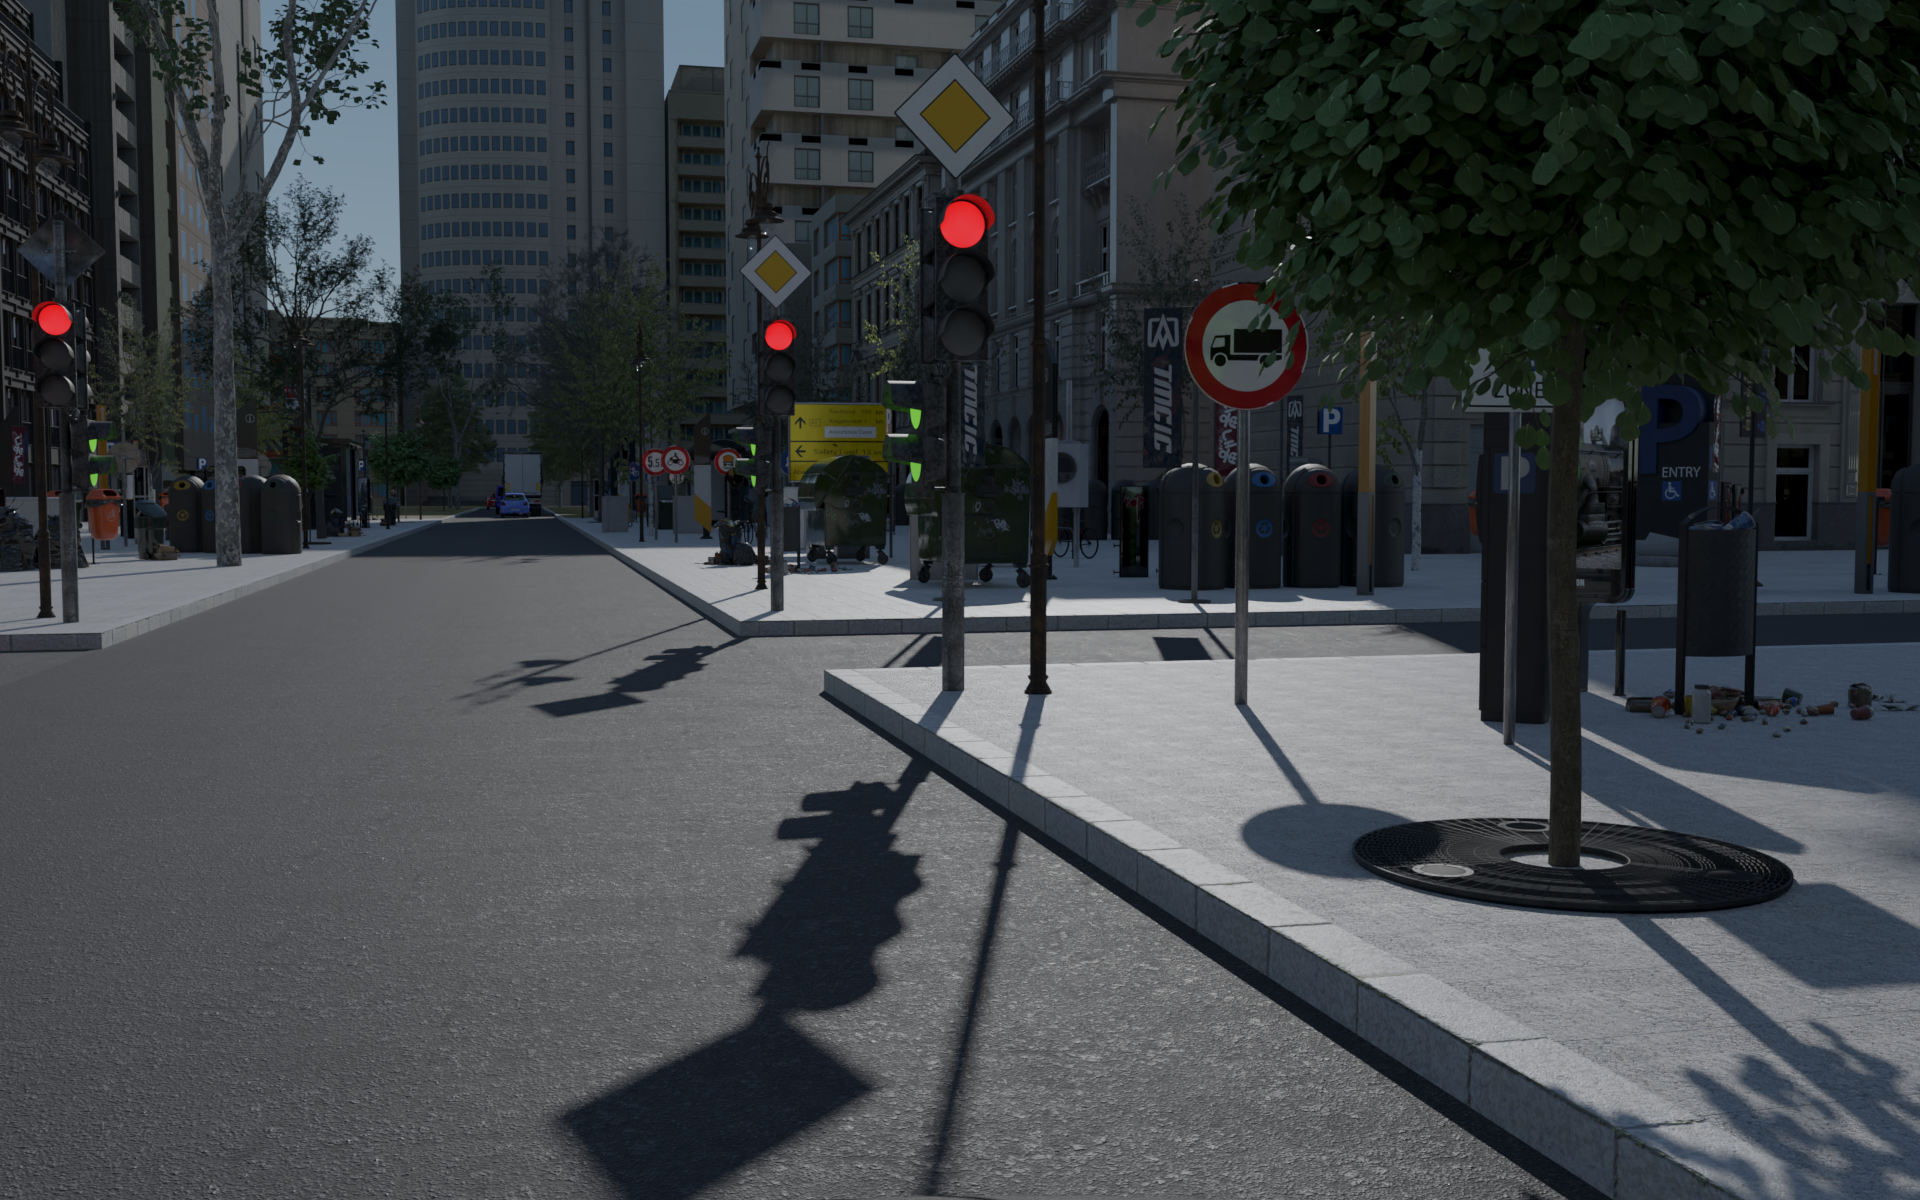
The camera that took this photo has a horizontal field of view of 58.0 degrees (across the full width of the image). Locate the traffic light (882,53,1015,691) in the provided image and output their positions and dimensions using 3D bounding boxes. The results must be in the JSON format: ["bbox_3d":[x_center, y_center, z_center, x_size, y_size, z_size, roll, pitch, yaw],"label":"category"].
[{"bbox_3d":[-0.063,-1.363,11.211,0.839,4.253,0.868,-1,4,-14],"label":"traffic light"}]

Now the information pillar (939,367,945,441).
[{"bbox_3d":[-0.170,-2.472,31.767,0.183,3.616,0.504,-3,4,-38],"label":"information pillar"}]

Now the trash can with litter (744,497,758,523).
[{"bbox_3d":[-9.200,-3.992,76.655,1.055,1.170,0.624,2,4,29],"label":"trash can with litter"}]

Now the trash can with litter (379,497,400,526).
[{"bbox_3d":[-23.087,-3.588,70.050,0.624,1.170,1.055,0,4,-1],"label":"trash can with litter"}]

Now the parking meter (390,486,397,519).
[{"bbox_3d":[-29.185,-5.115,89.348,0.255,1.863,0.399,0,4,7],"label":"parking meter"}]

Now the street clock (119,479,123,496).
[{"bbox_3d":[-40.790,-4.881,84.367,0.358,2.002,0.471,-1,4,-20],"label":"street clock"}]

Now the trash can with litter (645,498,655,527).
[{"bbox_3d":[-11.803,-3.397,66.928,0.624,1.170,1.055,-1,4,-20],"label":"trash can with litter"}]

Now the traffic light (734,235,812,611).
[{"bbox_3d":[-2.031,-1.837,18.951,0.839,4.253,0.868,-1,4,-14],"label":"traffic light"}]

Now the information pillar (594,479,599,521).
[{"bbox_3d":[-17.555,-4.856,83.895,0.304,2.012,0.304,0,4,1],"label":"information pillar"}]

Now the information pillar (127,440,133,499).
[{"bbox_3d":[-36.160,-5.148,75.525,0.183,3.616,0.504,0,4,6],"label":"information pillar"}]

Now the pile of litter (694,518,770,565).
[{"bbox_3d":[-4.067,-1.078,31.588,1.176,0.858,1.719,-3,5,-43],"label":"pile of litter"}]

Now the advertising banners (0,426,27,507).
[{"bbox_3d":[-24.507,-2.925,44.006,0.090,3.025,2.074,1,4,18],"label":"advertising banners"}]

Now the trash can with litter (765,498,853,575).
[{"bbox_3d":[-2.487,-1.071,28.565,1.678,1.210,2.233,3,5,40],"label":"trash can with litter"}]

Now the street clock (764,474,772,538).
[{"bbox_3d":[-5.691,-2.794,50.257,0.471,2.002,0.358,-1,4,-10],"label":"street clock"}]

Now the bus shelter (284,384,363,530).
[{"bbox_3d":[-24.187,-5.404,65.993,2.179,5.291,8.768,-1,4,-14],"label":"bus shelter"}]

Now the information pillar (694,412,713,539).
[{"bbox_3d":[-7.329,-3.550,49.405,0.504,3.616,0.183,0,4,1],"label":"information pillar"}]

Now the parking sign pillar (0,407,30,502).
[{"bbox_3d":[-29.524,-4.002,53.911,1.447,3.967,1.447,2,4,35],"label":"parking sign pillar"}]

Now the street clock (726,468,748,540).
[{"bbox_3d":[-6.157,-2.626,47.503,0.471,2.002,0.358,0,4,2],"label":"street clock"}]

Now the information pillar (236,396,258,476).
[{"bbox_3d":[-16.862,-3.038,41.025,0.504,3.616,0.183,-1,4,-19],"label":"information pillar"}]

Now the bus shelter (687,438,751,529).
[{"bbox_3d":[-9.249,-4.385,65.624,2.014,3.302,5.546,-1,4,-14],"label":"bus shelter"}]

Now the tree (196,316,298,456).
[{"bbox_3d":[-29.713,-7.487,72.770,4.737,8.622,4.395,0,3,0],"label":"tree"}]

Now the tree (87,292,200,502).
[{"bbox_3d":[-29.551,-6.886,62.955,4.360,8.622,3.978,0,3,0],"label":"tree"}]

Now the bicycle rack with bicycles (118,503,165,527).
[{"bbox_3d":[-32.337,-3.333,67.876,2.852,0.926,2.925,0,4,7],"label":"bicycle rack with bicycles"}]

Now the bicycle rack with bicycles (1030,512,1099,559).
[{"bbox_3d":[1.102,-1.313,34.842,2.852,0.926,2.925,-2,4,-26],"label":"bicycle rack with bicycles"}]

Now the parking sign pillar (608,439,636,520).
[{"bbox_3d":[-16.492,-5.869,84.428,1.447,3.967,1.447,-3,4,-36],"label":"parking sign pillar"}]

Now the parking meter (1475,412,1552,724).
[{"bbox_3d":[3.129,-0.248,9.771,0.399,1.863,0.255,2,4,29],"label":"parking meter"}]

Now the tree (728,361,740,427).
[{"bbox_3d":[-8.980,-8.120,83.127,4.360,8.622,3.978,0,3,0],"label":"tree"}]

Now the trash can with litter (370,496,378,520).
[{"bbox_3d":[-29.732,-4.571,85.798,2.233,1.210,1.678,0,4,-5],"label":"trash can with litter"}]

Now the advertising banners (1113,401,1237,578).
[{"bbox_3d":[3.396,-1.861,26.622,2.074,3.025,0.090,0,4,-5],"label":"advertising banners"}]

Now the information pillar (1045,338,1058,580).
[{"bbox_3d":[1.347,-2.111,25.872,0.183,3.616,0.504,-1,4,-14],"label":"information pillar"}]

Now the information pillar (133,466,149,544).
[{"bbox_3d":[-21.188,-2.467,44.821,0.304,2.012,0.304,-1,4,-11],"label":"information pillar"}]

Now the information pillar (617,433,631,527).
[{"bbox_3d":[-12.942,-4.608,66.692,0.504,3.616,0.183,-3,5,-44],"label":"information pillar"}]

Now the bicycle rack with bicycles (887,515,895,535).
[{"bbox_3d":[-3.211,-2.526,54.677,2.852,0.926,2.925,-1,4,-11],"label":"bicycle rack with bicycles"}]

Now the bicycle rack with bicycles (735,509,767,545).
[{"bbox_3d":[-4.459,-1.843,43.508,2.852,0.926,2.925,0,4,5],"label":"bicycle rack with bicycles"}]

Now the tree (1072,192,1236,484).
[{"bbox_3d":[4.950,-5.579,41.581,4.360,8.622,3.978,0,3,0],"label":"tree"}]

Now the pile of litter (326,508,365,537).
[{"bbox_3d":[-18.581,-2.352,52.422,1.176,0.858,1.719,1,4,22],"label":"pile of litter"}]

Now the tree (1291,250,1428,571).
[{"bbox_3d":[7.407,-4.797,28.796,4.737,8.622,4.395,0,3,0],"label":"tree"}]

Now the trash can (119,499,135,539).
[{"bbox_3d":[-23.808,-2.331,49.773,0.748,1.137,0.748,0,3,0],"label":"trash can"}]

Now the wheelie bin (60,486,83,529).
[{"bbox_3d":[-32.735,-3.406,63.604,0.693,1.594,0.980,1,4,13],"label":"wheelie bin"}]

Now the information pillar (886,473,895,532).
[{"bbox_3d":[-2.398,-3.345,59.182,0.304,2.012,0.304,1,4,12],"label":"information pillar"}]

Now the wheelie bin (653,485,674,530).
[{"bbox_3d":[-10.715,-3.345,62.605,0.980,1.594,0.693,-2,4,-28],"label":"wheelie bin"}]

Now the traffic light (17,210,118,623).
[{"bbox_3d":[-8.871,-1.730,17.202,0.839,4.253,0.868,-1,4,-14],"label":"traffic light"}]

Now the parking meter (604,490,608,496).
[{"bbox_3d":[-18.361,-5.004,90.224,0.372,1.533,0.369,0,3,0],"label":"parking meter"}]

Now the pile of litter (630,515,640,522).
[{"bbox_3d":[-15.420,-4.010,79.536,1.719,0.858,1.176,-1,4,-17],"label":"pile of litter"}]

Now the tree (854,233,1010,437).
[{"bbox_3d":[-0.757,-6.001,48.478,4.360,8.622,3.978,0,3,0],"label":"tree"}]

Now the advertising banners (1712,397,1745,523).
[{"bbox_3d":[9.910,-1.602,22.384,0.090,3.025,2.074,2,4,34],"label":"advertising banners"}]

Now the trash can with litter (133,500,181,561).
[{"bbox_3d":[-15.593,-1.368,33.756,1.055,1.170,0.624,2,4,32],"label":"trash can with litter"}]

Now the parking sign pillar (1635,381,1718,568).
[{"bbox_3d":[12.748,-2.588,30.779,1.447,3.967,1.447,-3,5,-43],"label":"parking sign pillar"}]

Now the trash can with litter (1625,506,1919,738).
[{"bbox_3d":[4.819,0.057,10.122,2.233,1.210,1.678,-1,4,-18],"label":"trash can with litter"}]
